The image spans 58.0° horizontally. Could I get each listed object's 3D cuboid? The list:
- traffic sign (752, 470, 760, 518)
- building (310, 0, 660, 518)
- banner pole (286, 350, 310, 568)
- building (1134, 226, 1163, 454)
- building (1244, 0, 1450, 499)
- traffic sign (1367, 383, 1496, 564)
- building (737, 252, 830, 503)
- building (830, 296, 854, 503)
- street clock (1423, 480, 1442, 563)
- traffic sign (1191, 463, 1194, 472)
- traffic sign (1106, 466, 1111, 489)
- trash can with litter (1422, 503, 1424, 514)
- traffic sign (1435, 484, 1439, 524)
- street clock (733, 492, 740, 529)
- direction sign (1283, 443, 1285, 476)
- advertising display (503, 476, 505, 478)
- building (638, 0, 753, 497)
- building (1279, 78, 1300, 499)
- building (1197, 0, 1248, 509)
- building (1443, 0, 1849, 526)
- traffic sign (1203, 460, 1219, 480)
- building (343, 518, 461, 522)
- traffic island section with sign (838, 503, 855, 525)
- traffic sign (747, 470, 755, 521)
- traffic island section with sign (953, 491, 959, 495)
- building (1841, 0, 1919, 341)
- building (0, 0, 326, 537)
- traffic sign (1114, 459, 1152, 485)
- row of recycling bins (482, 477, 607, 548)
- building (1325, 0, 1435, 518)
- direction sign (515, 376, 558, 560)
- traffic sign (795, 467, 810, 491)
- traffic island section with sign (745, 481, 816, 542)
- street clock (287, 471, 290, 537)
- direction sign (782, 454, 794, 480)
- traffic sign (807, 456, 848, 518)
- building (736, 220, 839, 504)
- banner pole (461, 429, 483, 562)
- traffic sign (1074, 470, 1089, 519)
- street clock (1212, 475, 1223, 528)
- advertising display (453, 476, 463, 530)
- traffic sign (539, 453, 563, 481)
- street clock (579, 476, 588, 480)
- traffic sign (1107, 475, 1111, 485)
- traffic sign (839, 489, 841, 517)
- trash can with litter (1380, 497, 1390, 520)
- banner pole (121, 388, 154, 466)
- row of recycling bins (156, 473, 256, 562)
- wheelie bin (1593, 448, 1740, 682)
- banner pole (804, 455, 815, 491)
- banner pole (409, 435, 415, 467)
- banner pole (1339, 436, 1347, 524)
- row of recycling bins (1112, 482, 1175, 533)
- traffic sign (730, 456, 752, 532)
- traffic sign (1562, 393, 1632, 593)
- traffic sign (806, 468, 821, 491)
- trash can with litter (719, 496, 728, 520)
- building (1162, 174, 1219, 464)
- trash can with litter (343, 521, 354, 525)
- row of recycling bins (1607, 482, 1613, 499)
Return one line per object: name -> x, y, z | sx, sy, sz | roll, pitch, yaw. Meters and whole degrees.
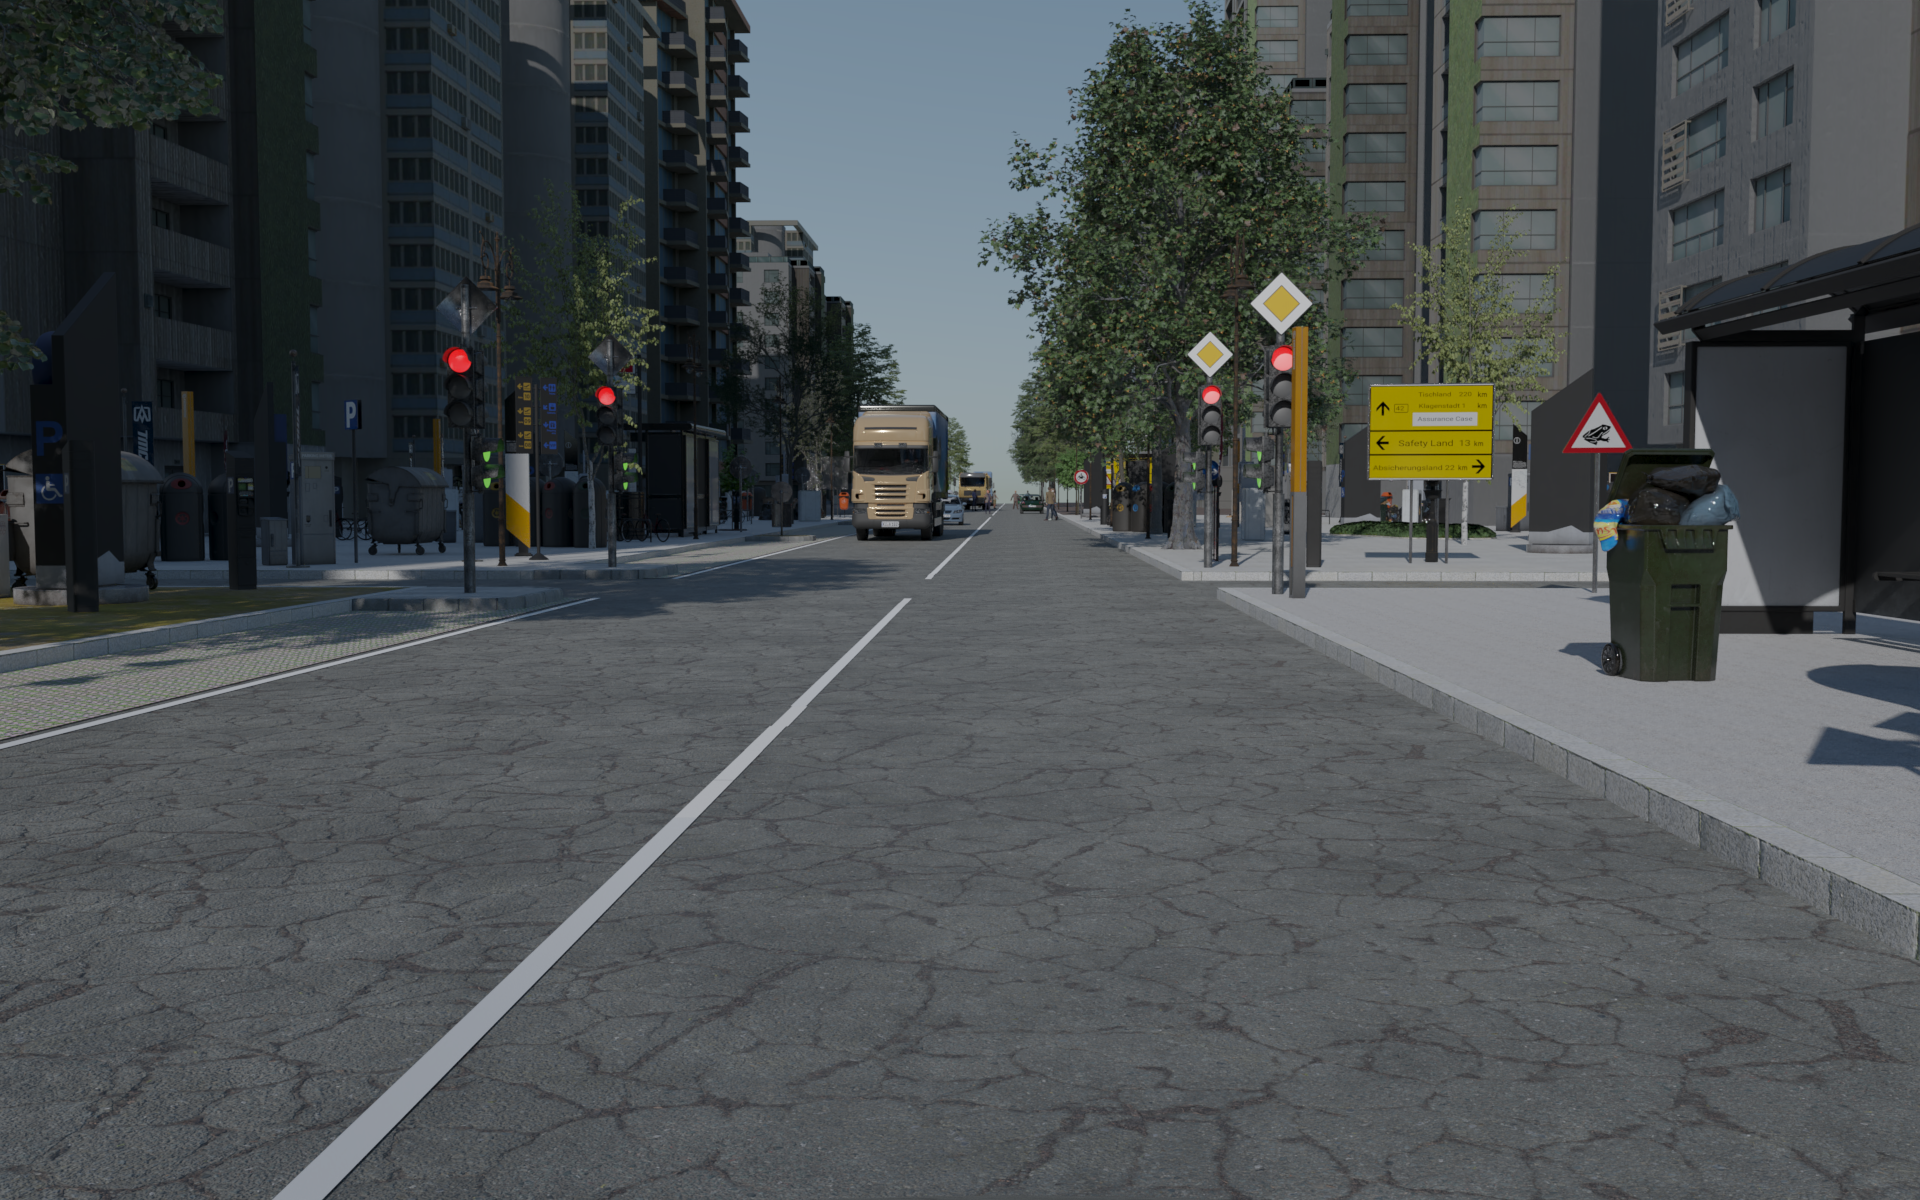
traffic sign -> -10.998, -5.613, 91.876 | 0.768, 2.556, 0.104 | 0, 4, 7
building -> -34.896, -26.070, 118.118 | 32.217, 40.220, 23.993 | 0, 4, 2
banner pole -> -11.442, -2.440, 29.915 | 0.401, 3.779, 0.863 | -2, 4, -28
building -> 35.752, -43.242, 249.005 | 21.231, 58.520, 28.212 | 0, 4, 2
building -> 29.458, -27.754, 137.380 | 14.154, 41.232, 14.086 | 0, 4, 2
traffic sign -> 8.652, -2.325, 31.892 | 2.265, 3.308, 0.079 | 1, 4, 9
building -> -24.111, -26.886, 211.295 | 14.160, 30.474, 14.107 | 0, 4, 2
building -> -22.834, -29.211, 249.303 | 14.160, 30.474, 14.107 | 0, 4, 2
street clock -> 8.872, -1.710, 32.521 | 0.471, 2.002, 0.358 | 2, 4, 35
traffic sign -> 8.112, -3.765, 61.660 | 0.768, 2.556, 0.104 | 0, 4, 5
traffic sign -> 9.069, -6.799, 105.036 | 2.265, 3.308, 0.079 | 0, 4, 2
trash can with litter -> 18.712, -3.697, 71.830 | 1.055, 1.170, 0.624 | 2, 4, 26
traffic sign -> 9.236, -2.045, 33.542 | 0.768, 2.556, 0.104 | 0, 4, 5
street clock -> -8.058, -3.538, 62.411 | 0.358, 2.002, 0.471 | -1, 4, -8
direction sign -> 14.234, -5.170, 76.533 | 0.379, 3.537, 0.876 | 1, 4, 22
advertising display -> -16.662, -3.501, 62.461 | 0.123, 1.923, 0.974 | -3, 5, -42
building -> -29.567, -29.972, 144.667 | 22.147, 44.769, 28.867 | 0, 4, 2
building -> 29.490, -21.525, 123.630 | 14.160, 30.474, 14.107 | 0, 4, 2
building -> 32.752, -43.801, 154.402 | 20.563, 71.187, 20.611 | 0, 4, 2
building -> 27.834, -23.938, 74.976 | 14.154, 41.232, 14.086 | 0, 4, 2
traffic sign -> 9.358, -3.960, 64.847 | 0.768, 2.556, 0.104 | 1, 4, 9
building -> -36.810, -24.148, 86.698 | 32.217, 40.220, 23.993 | 0, 4, 2
traffic island section with sign -> -4.590, -4.387, 80.351 | 1.989, 1.847, 2.006 | 0, 4, 2
traffic sign -> -9.966, -4.959, 81.187 | 0.768, 2.556, 0.104 | 0, 4, 5
traffic island section with sign -> 0.410, -14.150, 239.975 | 1.989, 1.847, 2.006 | 0, 4, 2
building -> 28.782, -22.265, 47.624 | 14.086, 41.232, 14.154 | 0, 4, 2
building -> -28.615, -17.083, 51.004 | 14.160, 30.474, 14.107 | 0, 4, 2
traffic sign -> 9.795, -6.383, 98.241 | 2.265, 3.308, 0.079 | 0, 4, 3
row of recycling bins -> -10.101, -2.141, 42.125 | 3.534, 1.692, 1.069 | 2, 4, 24
building -> 27.429, -19.919, 97.383 | 14.160, 30.474, 14.107 | 0, 4, 2
direction sign -> -8.203, -2.546, 33.618 | 0.876, 3.537, 0.379 | -3, 5, -42
traffic sign -> -7.480, -5.022, 82.208 | 0.768, 2.556, 0.104 | 1, 4, 10
traffic island section with sign -> -5.440, -2.707, 52.892 | 1.989, 1.847, 2.006 | 0, 4, 2
street clock -> -20.224, -2.892, 51.847 | 0.471, 2.002, 0.358 | -2, 4, -24
direction sign -> -9.801, -6.512, 98.473 | 0.876, 3.537, 0.379 | 2, 4, 25
traffic sign -> -7.191, -6.115, 93.847 | 2.265, 3.308, 0.079 | 1, 4, 8
building -> -32.374, -32.930, 230.279 | 32.217, 40.220, 23.993 | 0, 4, 2
banner pole -> -9.255, -2.628, 32.982 | 0.401, 3.779, 0.863 | 0, 4, -1
traffic sign -> 6.332, -5.523, 90.409 | 0.768, 2.556, 0.104 | 1, 4, 10
street clock -> 9.761, -3.744, 65.782 | 0.358, 2.002, 0.471 | 2, 4, 34
advertising display -> -17.590, -3.456, 61.724 | 0.974, 1.923, 0.123 | 0, 4, 1
traffic sign -> -11.919, -3.076, 50.397 | 0.768, 2.556, 0.104 | 0, 4, 4
street clock -> -14.928, -3.946, 69.079 | 0.358, 2.002, 0.471 | 3, 5, 41
traffic sign -> 8.604, -6.267, 102.474 | 0.884, 2.594, 0.081 | 0, 4, 4
traffic sign -> -6.749, -5.958, 97.520 | 0.768, 2.556, 0.104 | 0, 4, 7
trash can with litter -> 17.485, -3.750, 72.704 | 1.055, 1.170, 0.624 | -2, 4, -25
banner pole -> -19.501, -3.119, 41.020 | 0.863, 3.779, 0.401 | -1, 4, -11
row of recycling bins -> -15.313, -1.580, 32.948 | 3.534, 1.692, 1.069 | -2, 4, -34
wheelie bin -> 4.931, -0.251, 12.016 | 0.980, 1.594, 0.693 | 0, 4, -6
banner pole -> -8.877, -6.817, 101.482 | 0.863, 3.779, 0.401 | 1, 4, 19
banner pole -> -23.155, -5.093, 73.283 | 0.401, 3.779, 0.863 | 0, 4, 2
banner pole -> 16.351, -5.139, 74.039 | 0.401, 3.779, 0.863 | 2, 4, 34
row of recycling bins -> 6.405, -3.119, 58.115 | 1.069, 1.692, 3.534 | -2, 4, -34
traffic sign -> -7.352, -3.545, 58.069 | 0.768, 2.556, 0.104 | 0, 4, 6
traffic sign -> 8.233, -1.370, 22.397 | 0.884, 2.594, 0.081 | 0, 4, 8
traffic sign -> -7.432, -5.340, 87.308 | 0.884, 2.594, 0.081 | 0, 4, 7
trash can with litter -> -11.906, -4.553, 85.830 | 0.624, 1.170, 1.055 | -2, 4, -26
building -> 36.309, -34.630, 220.828 | 22.147, 44.769, 28.867 | 0, 4, 2
trash can with litter -> -26.314, -3.806, 73.284 | 1.678, 1.210, 2.233 | -2, 4, -28
row of recycling bins -> 20.905, -2.919, 54.835 | 1.069, 1.692, 3.534 | 0, 3, 0
